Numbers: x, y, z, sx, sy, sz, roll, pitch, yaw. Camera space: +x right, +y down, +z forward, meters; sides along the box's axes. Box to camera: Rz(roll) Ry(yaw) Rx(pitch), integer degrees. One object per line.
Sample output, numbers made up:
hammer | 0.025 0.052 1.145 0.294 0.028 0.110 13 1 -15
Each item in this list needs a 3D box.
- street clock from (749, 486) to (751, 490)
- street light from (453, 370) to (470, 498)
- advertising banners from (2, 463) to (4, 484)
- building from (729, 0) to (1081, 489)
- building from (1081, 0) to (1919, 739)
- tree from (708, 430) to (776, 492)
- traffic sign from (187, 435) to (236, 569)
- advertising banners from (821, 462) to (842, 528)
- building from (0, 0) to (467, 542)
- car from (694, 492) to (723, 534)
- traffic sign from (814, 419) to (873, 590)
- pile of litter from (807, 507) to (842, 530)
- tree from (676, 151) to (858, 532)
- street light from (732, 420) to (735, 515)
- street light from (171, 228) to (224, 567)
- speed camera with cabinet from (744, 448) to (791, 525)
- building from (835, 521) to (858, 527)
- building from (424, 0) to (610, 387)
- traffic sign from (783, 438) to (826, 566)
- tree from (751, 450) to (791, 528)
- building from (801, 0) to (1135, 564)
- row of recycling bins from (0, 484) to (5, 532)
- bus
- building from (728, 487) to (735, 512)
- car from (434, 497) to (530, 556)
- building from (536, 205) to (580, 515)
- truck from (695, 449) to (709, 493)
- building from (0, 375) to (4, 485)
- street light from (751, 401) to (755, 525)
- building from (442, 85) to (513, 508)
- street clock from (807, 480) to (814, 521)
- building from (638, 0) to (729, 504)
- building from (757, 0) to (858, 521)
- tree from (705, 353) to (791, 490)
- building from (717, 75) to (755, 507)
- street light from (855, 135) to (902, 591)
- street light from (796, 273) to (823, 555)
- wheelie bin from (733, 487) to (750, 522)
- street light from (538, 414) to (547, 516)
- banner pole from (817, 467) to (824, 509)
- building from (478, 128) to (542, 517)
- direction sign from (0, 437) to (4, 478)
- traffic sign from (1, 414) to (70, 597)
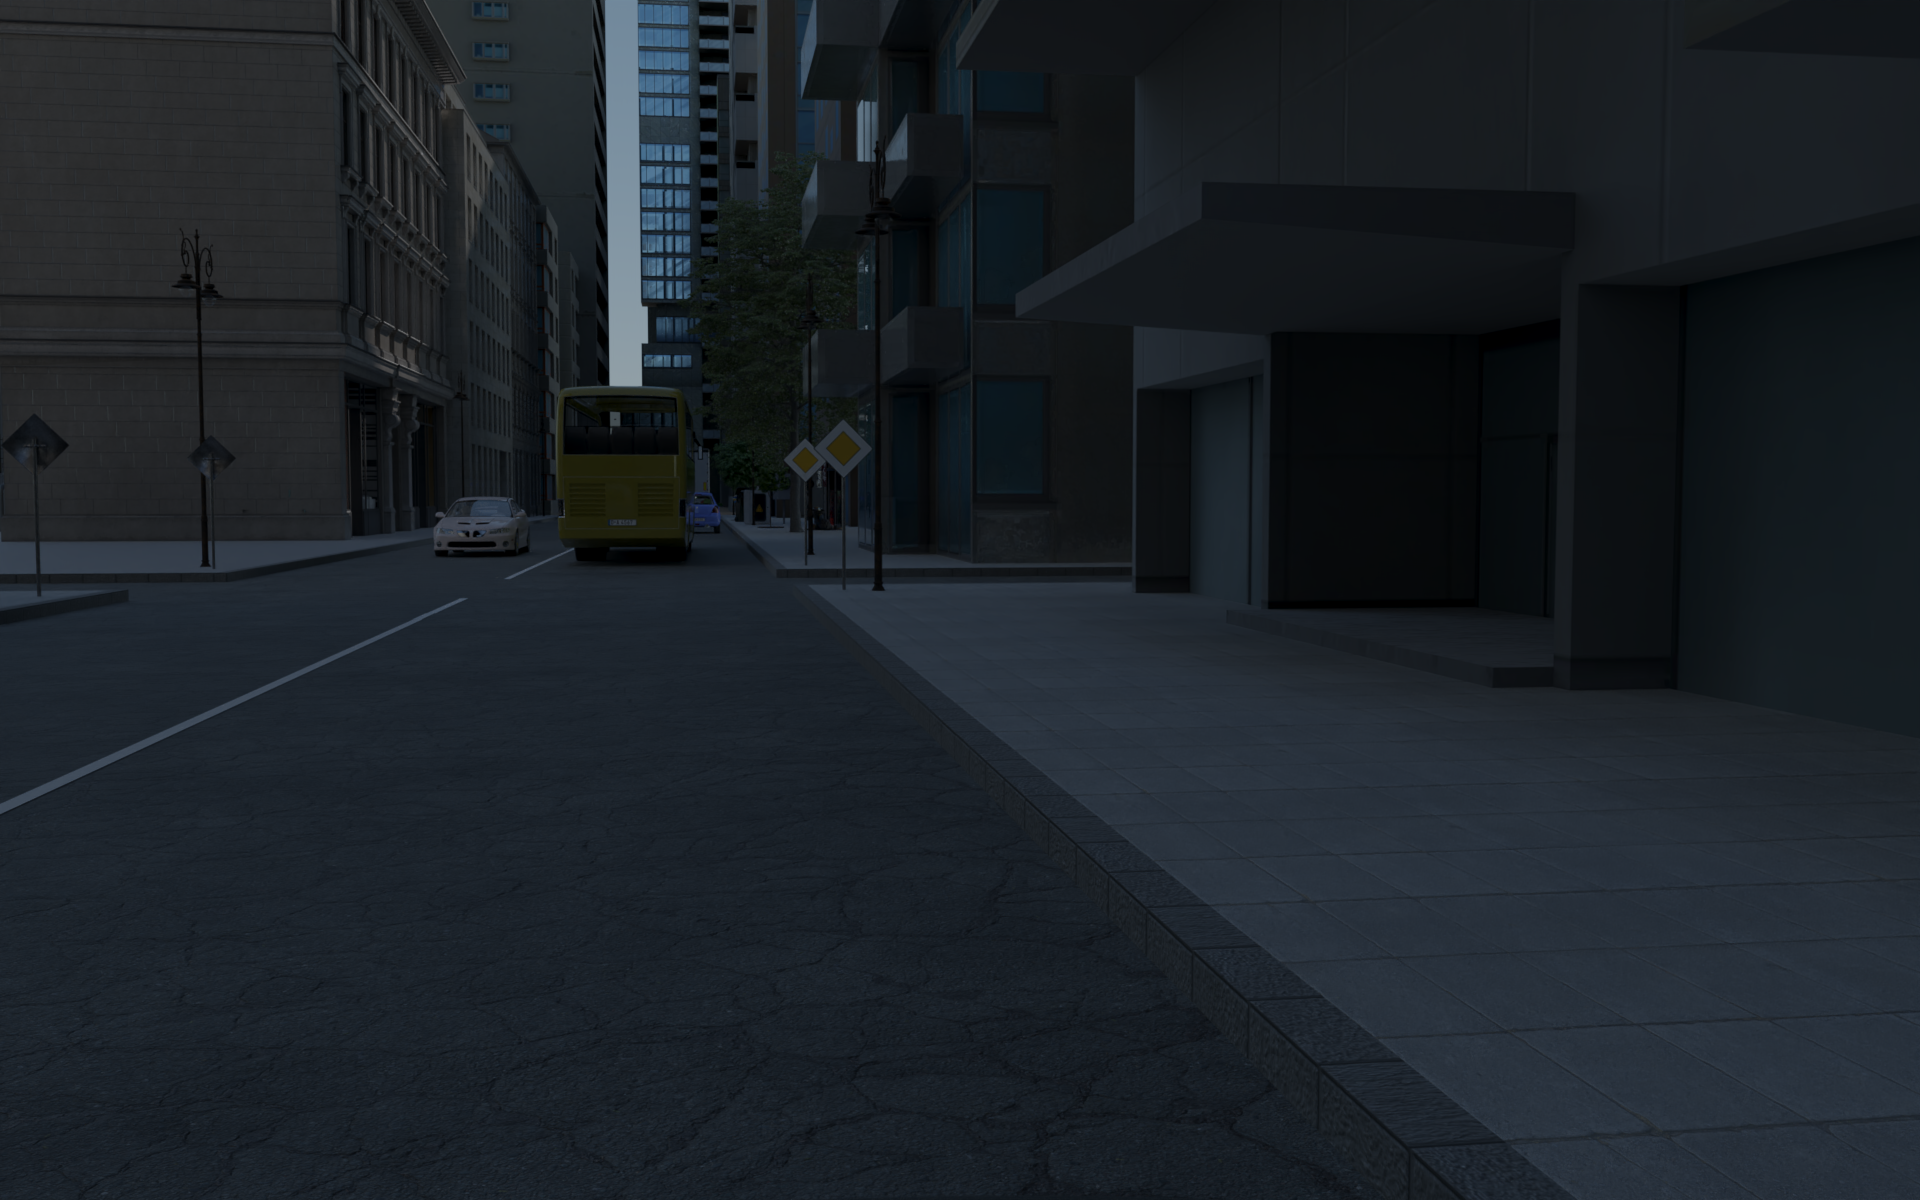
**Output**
street clock | -11.323 -5.378 92.508 0.358 2.002 0.471 -2 4 -28
street light | -18.531 -5.611 64.520 0.468 5.910 1.993 -1 4 -9
advertising banners | -53.532 -6.151 96.759 0.090 3.025 2.074 -1 4 -23
building | -6.604 -34.526 153.746 28.713 52.752 27.495 -1 4 -9
building | 15.045 -25.770 10.576 28.713 52.752 27.495 -1 4 -9
tree | -10.591 -6.162 84.464 4.285 4.588 4.351 0 3 0
traffic sign | -12.749 -1.584 29.537 0.795 2.450 0.064 -1 4 -9
advertising banners | -4.778 -4.190 64.692 0.090 3.025 2.074 -2 4 -27
building | -21.583 -12.049 47.907 10.553 20.767 40.483 -1 4 -9
car | -9.724 -3.330 64.041 1.945 1.707 3.694 -1 4 -9
traffic sign | -1.557 -1.193 23.150 0.795 2.450 0.064 -1 4 -9
pile of litter | -4.855 -2.913 61.585 1.176 0.858 1.719 -2 4 -33
tree | -5.489 -8.516 57.372 7.486 12.596 7.792 0 3 0
street light | -13.744 -8.086 104.997 0.468 5.910 1.993 -1 4 -9
street light | -13.311 -3.522 30.376 0.468 5.910 1.993 -1 4 -9
speed camera with cabinet | -8.149 -4.847 73.584 2.038 3.252 0.660 -2 4 -33
building | 1.181 -25.917 73.851 14.600 45.320 14.200 -1 4 -9
building | -39.978 -31.625 140.777 21.300 48.544 21.600 -1 4 -9
traffic sign | -2.768 -1.676 31.043 0.795 2.450 0.064 -1 4 -9
tree | -7.254 -4.330 65.397 1.663 3.219 1.824 0 3 0
building | 11.372 -25.824 41.827 30.456 49.044 23.786 -1 4 -9
row of recycling bins | -32.435 -3.197 59.385 1.069 1.692 3.534 -2 4 -33
bus | -7.474 -2.967 40.054 2.896 3.916 12.252 0 4 -8
building | -1.015 -26.727 128.875 32.217 40.220 23.993 -1 4 -9
car | -11.367 -1.774 41.368 2.083 1.381 4.827 -1 4 -9
building | -40.538 -16.574 116.020 27.650 21.520 28.899 -1 4 -9
truck | -17.707 -7.543 112.248 2.839 4.237 11.283 -1 4 -11
building | -84.994 -29.421 164.634 14.086 41.232 14.154 -1 4 -9
street light | -8.463 -5.997 70.842 0.468 5.910 1.993 -1 4 -9
building | -26.001 -13.547 76.249 10.420 20.320 16.860 -1 4 -9
street clock | -7.275 -4.829 83.524 0.471 2.002 0.358 -2 4 -24
building | -24.733 -54.160 198.190 31.000 86.520 22.319 -1 4 -9
building | -4.359 -27.459 99.067 14.600 45.320 14.200 -1 4 -9
tree | -10.709 -8.498 89.312 4.360 8.622 3.978 0 3 0
building | -17.118 -29.963 173.483 14.154 41.232 14.086 -1 4 -9
street light | -1.084 -3.060 22.818 0.468 5.910 1.993 -1 4 -9
street light | -3.146 -3.886 36.323 0.468 5.910 1.993 -1 4 -9
wheelie bin | -9.963 -4.402 79.874 0.980 1.594 0.693 -2 4 -35
street light | -23.989 -7.760 99.667 0.468 5.910 1.993 -1 4 -9
banner pole | -6.802 -5.795 84.762 0.401 3.779 0.863 2 4 27
building | -28.311 -14.952 93.610 9.793 20.994 18.267 -1 4 -9
direction sign | -35.846 -4.464 64.980 0.876 3.537 0.379 -2 4 -26
traffic sign | -11.538 -1.101 21.644 0.795 2.450 0.064 -1 4 -9
